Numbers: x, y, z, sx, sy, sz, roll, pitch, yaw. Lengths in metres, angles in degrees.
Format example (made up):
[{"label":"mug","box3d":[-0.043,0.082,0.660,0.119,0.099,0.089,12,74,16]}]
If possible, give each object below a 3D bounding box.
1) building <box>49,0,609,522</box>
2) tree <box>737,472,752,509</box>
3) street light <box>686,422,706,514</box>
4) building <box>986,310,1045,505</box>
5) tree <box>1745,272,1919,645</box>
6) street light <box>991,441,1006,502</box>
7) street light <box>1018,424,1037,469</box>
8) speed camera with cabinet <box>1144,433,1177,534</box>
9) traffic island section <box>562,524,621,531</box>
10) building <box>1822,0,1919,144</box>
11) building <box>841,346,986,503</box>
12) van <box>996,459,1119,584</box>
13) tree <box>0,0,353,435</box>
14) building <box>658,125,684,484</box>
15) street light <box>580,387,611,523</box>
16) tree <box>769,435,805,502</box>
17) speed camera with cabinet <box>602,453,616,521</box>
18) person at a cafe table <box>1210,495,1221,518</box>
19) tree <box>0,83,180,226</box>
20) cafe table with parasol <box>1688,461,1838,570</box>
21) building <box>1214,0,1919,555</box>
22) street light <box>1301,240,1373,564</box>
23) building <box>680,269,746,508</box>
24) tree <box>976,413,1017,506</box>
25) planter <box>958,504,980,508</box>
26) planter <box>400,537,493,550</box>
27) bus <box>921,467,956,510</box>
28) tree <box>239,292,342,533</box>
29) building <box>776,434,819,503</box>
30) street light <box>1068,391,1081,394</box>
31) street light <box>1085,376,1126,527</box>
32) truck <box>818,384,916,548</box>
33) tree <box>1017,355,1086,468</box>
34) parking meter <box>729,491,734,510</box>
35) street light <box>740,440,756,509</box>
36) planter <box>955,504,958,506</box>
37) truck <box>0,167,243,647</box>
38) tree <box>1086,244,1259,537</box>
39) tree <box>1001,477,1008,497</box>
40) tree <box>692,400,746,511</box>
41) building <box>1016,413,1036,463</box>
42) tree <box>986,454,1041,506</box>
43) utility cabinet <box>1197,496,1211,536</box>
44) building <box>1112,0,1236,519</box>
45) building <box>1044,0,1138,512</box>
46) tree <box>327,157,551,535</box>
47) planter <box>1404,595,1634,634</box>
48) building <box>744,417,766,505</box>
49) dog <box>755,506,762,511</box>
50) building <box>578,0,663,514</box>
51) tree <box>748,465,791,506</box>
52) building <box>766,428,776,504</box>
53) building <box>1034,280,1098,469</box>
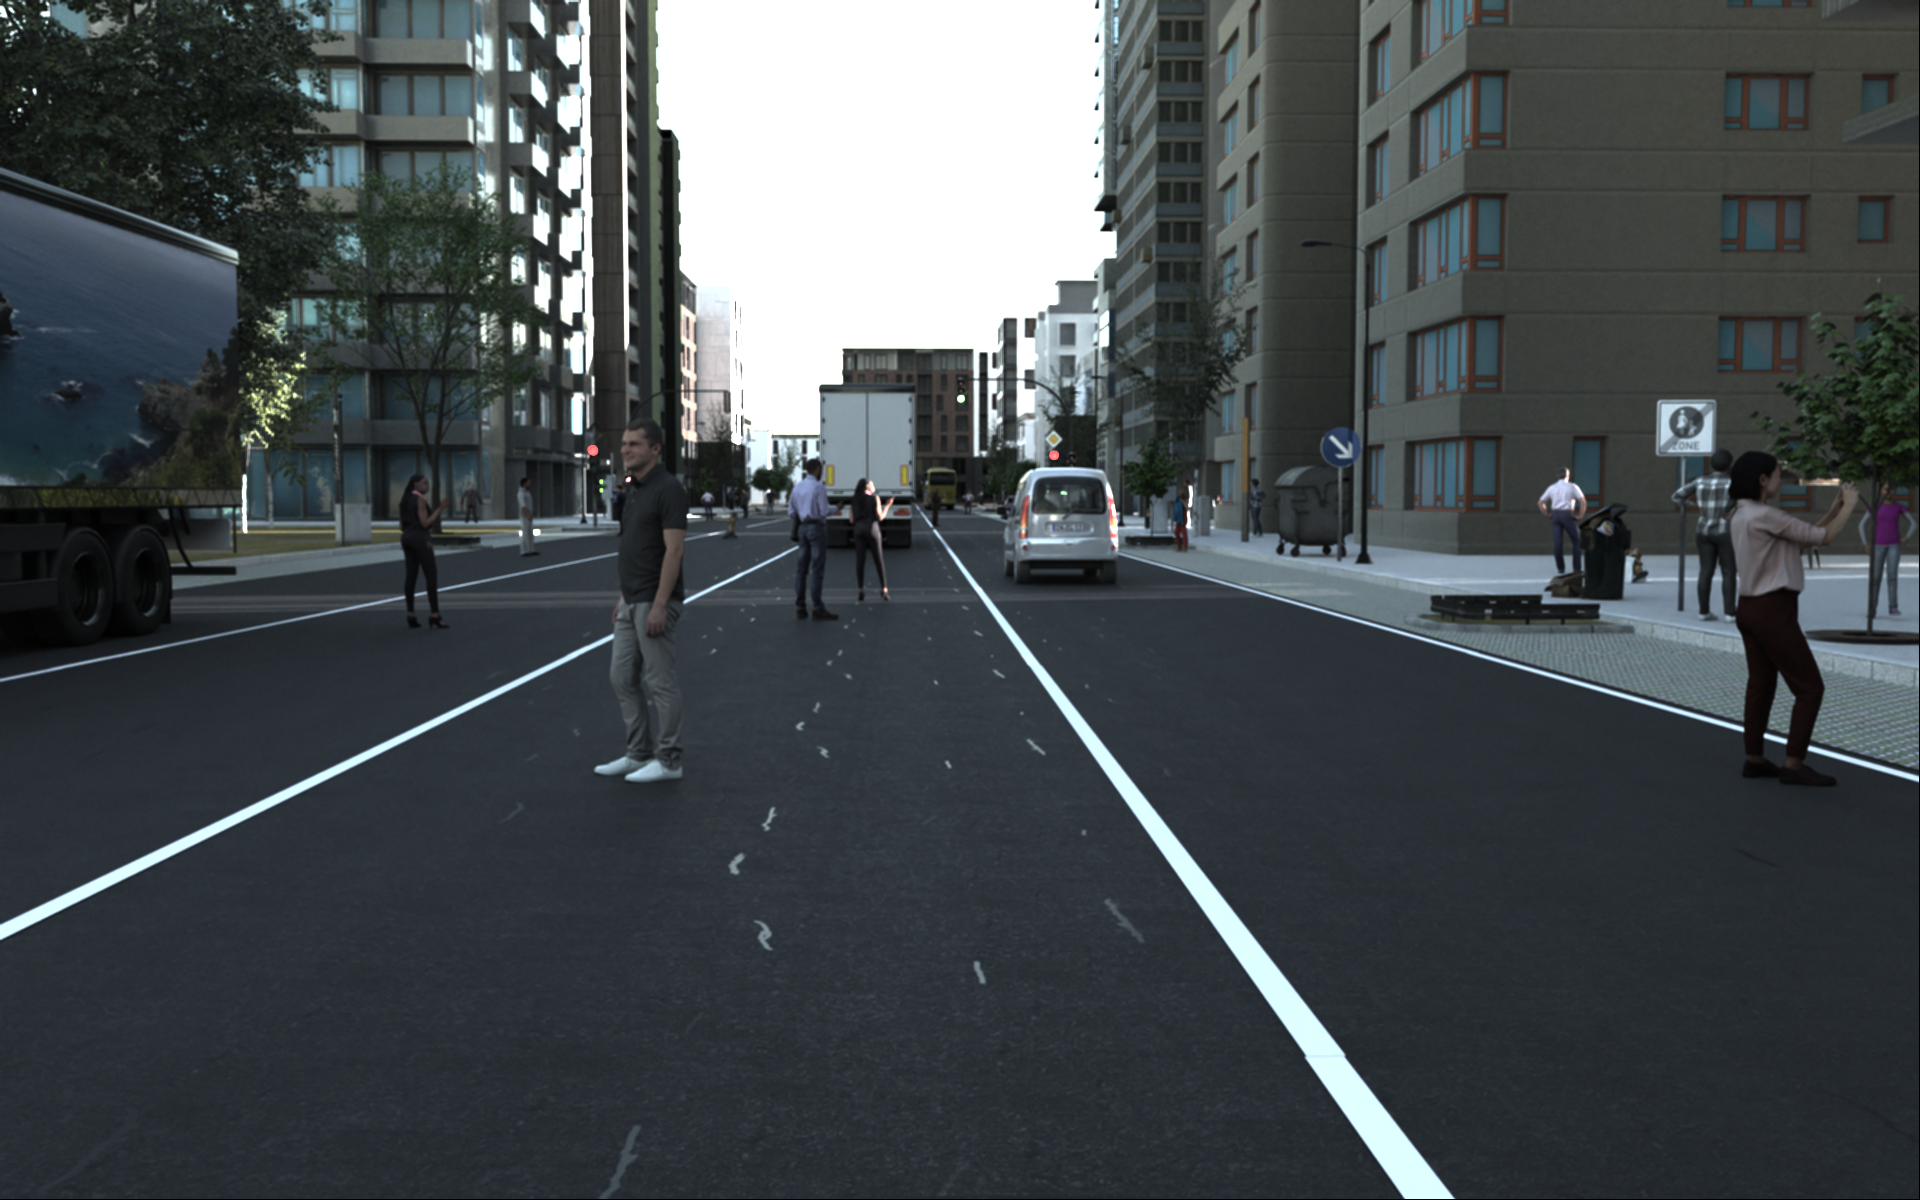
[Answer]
[{"label":"building","box3d":[-32.437,-28.936,92.714,23.786,49.044,30.456,0,4,-2]},{"label":"tree","box3d":[-19.008,-9.627,151.996,1.663,3.219,1.824,0,3,0]},{"label":"street light","box3d":[-17.130,-8.541,112.185,1.470,5.913,1.316,0,4,-2]},{"label":"building","box3d":[18.216,-22.319,208.887,27.936,21.610,32.646,0,4,-2]},{"label":"tree","box3d":[8.104,-1.261,15.214,1.663,3.219,1.824,0,3,0]},{"label":"street light","box3d":[3.372,-10.895,150.675,1.470,5.913,1.316,0,4,-2]},{"label":"street light","box3d":[4.533,-8.677,114.409,1.470,5.913,1.316,0,4,-2]},{"label":"speed camera with cabinet","box3d":[6.583,-3.826,56.888,0.660,3.252,2.038,-1,4,-8]},{"label":"traffic island section","box3d":[-14.294,-2.784,67.799,2.009,0.180,2.903,0,4,-2]},{"label":"building","box3d":[27.209,-25.943,13.405,28.713,52.752,27.495,0,4,-2]},{"label":"building","box3d":[-0.601,-24.990,252.554,32.646,21.610,27.936,0,4,-2]},{"label":"van","box3d":[1.645,-1.353,29.135,2.013,2.044,4.112,0,4,-2]},{"label":"tree","box3d":[-15.403,-7.556,30.193,9.857,13.997,8.962,0,3,0]},{"label":"building","box3d":[-28.931,-21.979,131.054,14.160,30.474,14.107,0,4,-2]},{"label":"street light","box3d":[-15.895,-6.297,75.496,1.470,5.913,1.316,0,4,-2]},{"label":"tree","box3d":[-20.940,-15.923,210.701,4.737,8.622,4.395,0,3,0]},{"label":"speed camera with cabinet","box3d":[-16.881,-5.479,83.918,0.660,3.252,2.038,0,4,1]},{"label":"person at a cafe table","box3d":[10.181,-3.403,66.495,1.726,1.238,1.698,-3,4,-37]},{"label":"tree","box3d":[-23.034,-7.157,42.774,9.928,11.665,9.643,0,3,0]},{"label":"cafe table with parasol","box3d":[13.981,-1.542,30.074,2.610,1.966,2.610,1,4,14]},{"label":"building","box3d":[23.796,-12.560,50.401,27.650,21.520,28.899,0,4,-2]},{"label":"street light","box3d":[6.917,-3.624,31.794,1.470,5.913,1.316,0,4,-2]},{"label":"building","box3d":[-36.168,-19.762,167.083,27.936,21.610,32.646,0,4,-2]},{"label":"tree","box3d":[3.759,-12.564,155.780,4.360,8.622,3.978,0,3,0]},{"label":"planter","box3d":[1.054,-9.612,178.303,1.991,0.319,1.994,0,4,-2]},{"label":"planter","box3d":[-13.279,-1.463,45.057,1.991,0.319,1.994,0,4,-2]},{"label":"bus","box3d":[-1.930,-10.279,159.609,2.896,3.916,12.252,0,4,-3]},{"label":"tree","box3d":[-25.523,-6.978,64.458,4.737,8.622,4.395,0,3,0]},{"label":"building","box3d":[-30.635,-18.323,241.722,28.070,9.664,9.099,0,4,-2]},{"label":"street light","box3d":[5.576,-6.459,78.142,1.470,5.913,1.316,0,4,-2]},{"label":"street light","box3d":[5.810,-5.842,68.059,1.470,5.913,1.316,0,4,-2]},{"label":"truck","box3d":[-2.636,-3.713,49.613,2.839,4.237,11.283,0,4,-3]},{"label":"tree","box3d":[6.119,-8.681,92.304,4.360,8.622,3.978,0,3,0]},{"label":"parking meter","box3d":[-18.622,-8.105,140.922,0.372,1.533,0.369,0,3,0]},{"label":"street light","box3d":[-18.162,-10.759,148.452,1.470,5.913,1.316,0,4,-2]},{"label":"planter","box3d":[0.247,-11.260,205.235,1.991,0.319,1.994,0,4,-2]},{"label":"truck","box3d":[-9.370,-1.545,14.178,2.839,4.237,11.283,0,4,0]},{"label":"tree","box3d":[6.782,-6.164,51.143,4.360,8.622,3.978,0,3,0]},{"label":"tree","box3d":[4.468,-10.520,166.597,1.663,3.219,1.824,0,3,0]},{"label":"tree","box3d":[-18.447,-11.253,134.343,4.360,8.622,3.978,0,3,0]},{"label":"building","box3d":[11.175,-14.457,178.514,9.099,9.664,28.070,0,4,-2]},{"label":"tree","box3d":[5.299,-9.732,142.832,4.285,4.588,4.351,0,3,0]},{"label":"utility cabinet","box3d":[7.410,-2.571,53.202,0.306,1.237,1.020,0,4,-7]},{"label":"building","box3d":[21.219,-24.589,93.917,23.993,40.220,32.217,0,4,-2]},{"label":"building","box3d":[19.030,-50.268,134.557,22.319,86.520,31.000,0,4,-2]},{"label":"tree","box3d":[-16.818,-7.895,54.843,9.928,11.665,9.643,0,3,0]},{"label":"planter","box3d":[5.882,0.152,18.652,1.991,0.319,1.994,0,4,-2]},{"label":"building","box3d":[-28.301,-15.656,198.124,9.099,9.664,28.070,0,4,-2]},{"label":"dog","box3d":[-16.714,-7.536,143.402,0.748,0.427,0.550,3,4,36]},{"label":"building","box3d":[-28.041,-26.441,115.901,14.154,41.232,14.086,0,4,-2]},{"label":"tree","box3d":[-21.111,-12.432,186.971,4.285,4.588,4.351,0,3,0]},{"label":"building","box3d":[-38.091,-16.938,219.081,28.070,9.664,9.099,0,4,-2]},{"label":"building","box3d":[14.928,-18.483,158.610,16.016,20.091,11.380,0,4,-2]}]
